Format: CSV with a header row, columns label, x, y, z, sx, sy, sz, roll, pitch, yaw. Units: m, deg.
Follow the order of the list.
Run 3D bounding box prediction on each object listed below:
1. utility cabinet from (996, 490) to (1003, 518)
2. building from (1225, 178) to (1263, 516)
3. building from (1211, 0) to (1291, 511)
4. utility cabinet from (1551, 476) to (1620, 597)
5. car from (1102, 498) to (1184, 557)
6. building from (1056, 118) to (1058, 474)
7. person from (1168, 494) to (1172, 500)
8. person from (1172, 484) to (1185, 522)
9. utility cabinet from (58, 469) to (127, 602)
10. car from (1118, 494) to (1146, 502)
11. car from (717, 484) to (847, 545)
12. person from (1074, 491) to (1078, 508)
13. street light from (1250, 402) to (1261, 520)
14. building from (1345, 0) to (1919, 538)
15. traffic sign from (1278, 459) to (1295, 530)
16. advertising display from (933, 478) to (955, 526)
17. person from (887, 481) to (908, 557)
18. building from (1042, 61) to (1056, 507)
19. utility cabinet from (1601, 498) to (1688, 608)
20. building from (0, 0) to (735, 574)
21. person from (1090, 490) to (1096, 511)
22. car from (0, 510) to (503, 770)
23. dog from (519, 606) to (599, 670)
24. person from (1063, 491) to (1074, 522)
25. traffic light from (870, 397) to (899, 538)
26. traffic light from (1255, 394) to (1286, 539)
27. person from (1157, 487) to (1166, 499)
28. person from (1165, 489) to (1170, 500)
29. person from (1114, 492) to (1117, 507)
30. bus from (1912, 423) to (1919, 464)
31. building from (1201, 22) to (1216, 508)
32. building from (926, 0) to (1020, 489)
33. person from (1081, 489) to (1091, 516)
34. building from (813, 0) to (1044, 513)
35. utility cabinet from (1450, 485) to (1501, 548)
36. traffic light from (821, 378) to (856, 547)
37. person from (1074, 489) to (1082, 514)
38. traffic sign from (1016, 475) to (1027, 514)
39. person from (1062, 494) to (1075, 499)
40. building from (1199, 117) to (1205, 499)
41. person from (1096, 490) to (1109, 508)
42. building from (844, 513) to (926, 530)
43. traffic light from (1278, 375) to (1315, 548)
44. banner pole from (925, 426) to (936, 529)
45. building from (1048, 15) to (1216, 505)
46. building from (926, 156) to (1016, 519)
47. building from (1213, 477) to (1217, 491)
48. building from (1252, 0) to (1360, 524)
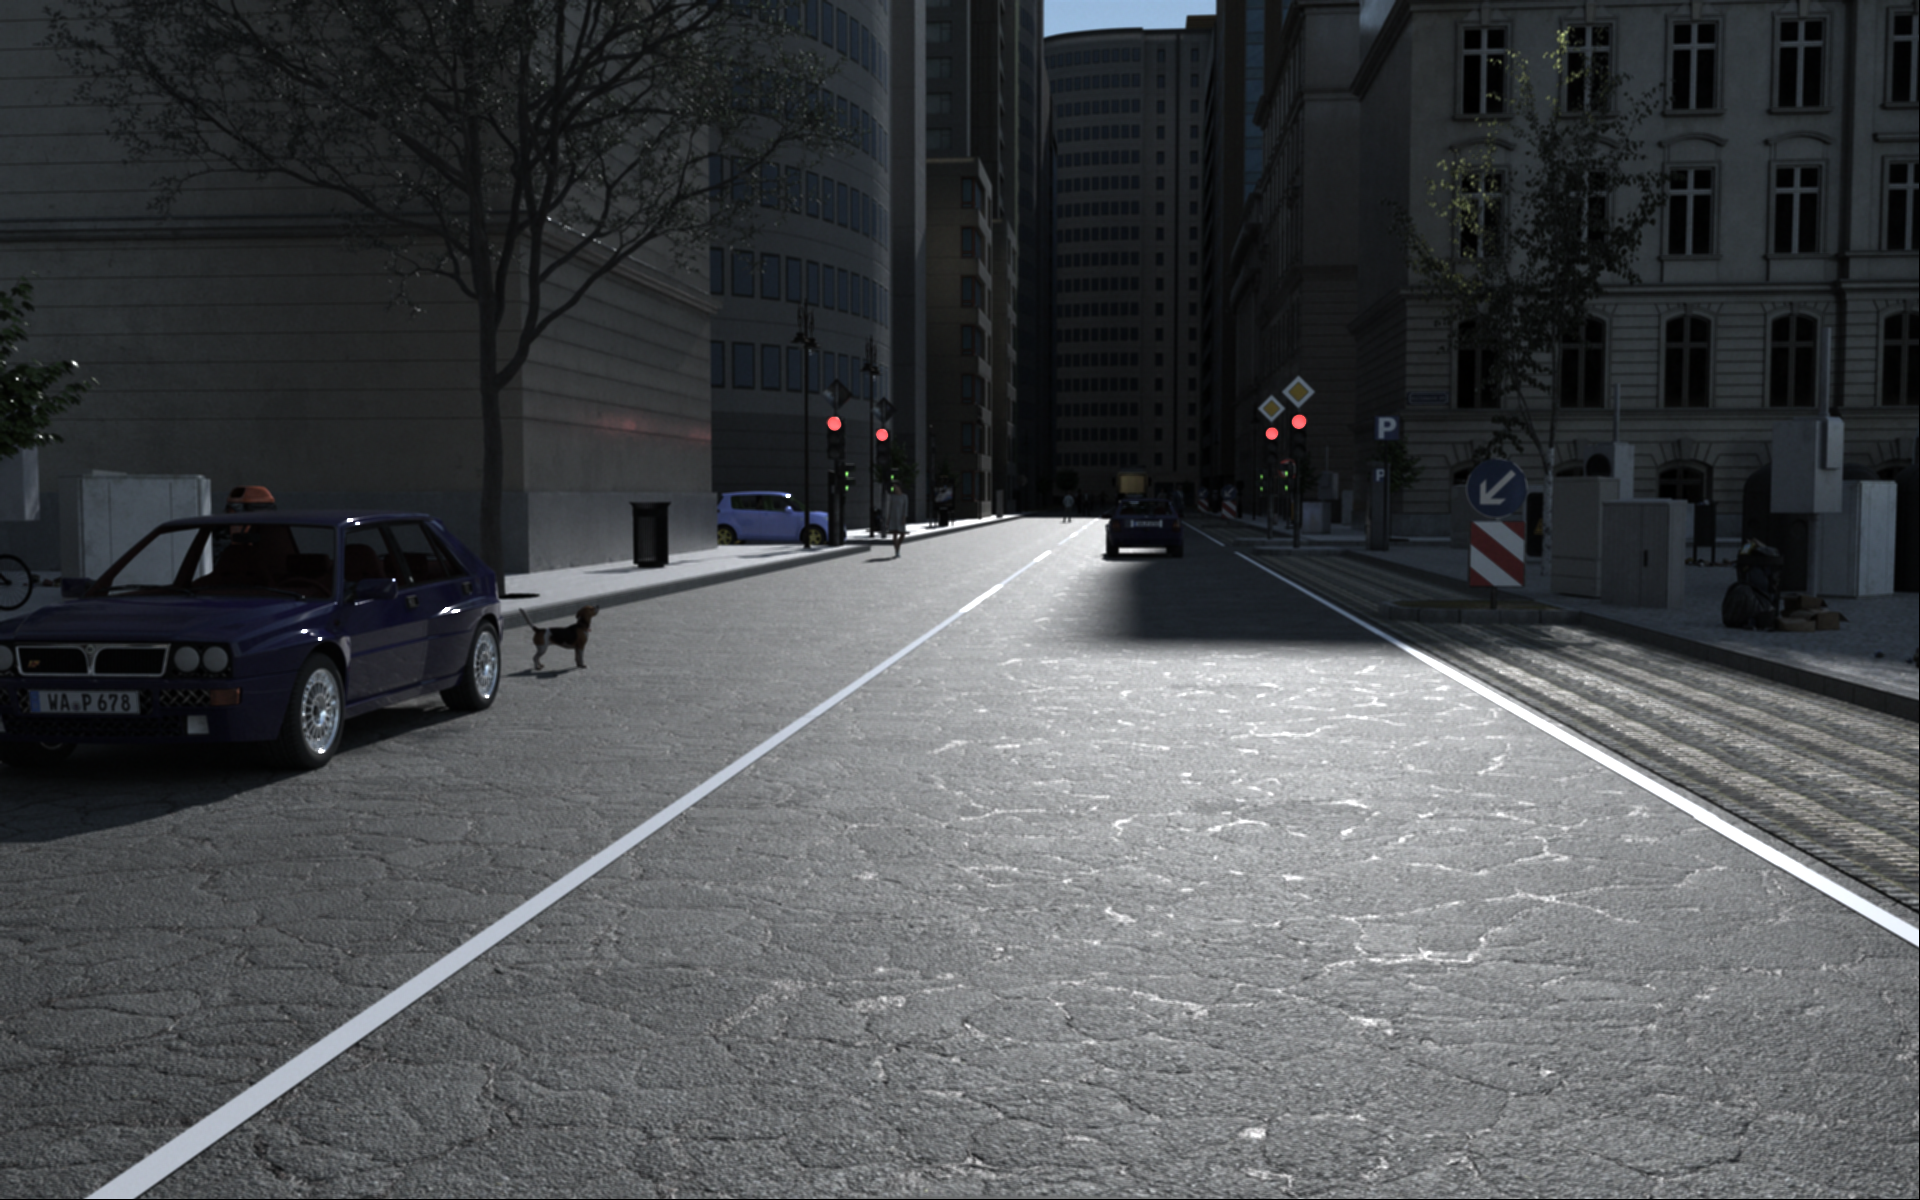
label,x,y,z,sx,sy,sz,roll,pitch,yaw
utility cabinet,2.125,-5.153,92.925,0.318,1.500,1.173,0,4,5
building,24.259,-16.454,110.824,13.314,21.916,24.055,0,4,6
building,26.854,-29.546,133.184,14.600,45.320,14.200,0,4,6
utility cabinet,7.843,-0.798,21.722,0.318,1.500,1.173,0,4,-7
car,4.293,-1.710,40.535,1.945,1.354,3.894,0,4,4
building,3.354,-33.141,191.969,14.200,45.320,14.600,0,4,6
person,20.026,-9.228,162.574,0.799,1.438,0.628,-3,5,-41
person,8.295,-3.496,65.840,0.419,1.800,0.721,3,5,45
utility cabinet,-8.049,-0.455,16.125,0.318,1.500,1.173,-3,5,-41
car,10.826,-5.844,107.348,2.131,1.459,4.920,0,4,7
car,-4.860,-2.235,46.133,3.694,1.707,1.945,0,4,5
person,12.055,-10.346,178.595,0.756,1.711,0.436,-1,4,-17
street light,14.550,-6.896,85.544,0.468,5.910,1.993,0,4,6
building,30.547,-14.395,54.441,34.723,24.649,14.460,0,4,6
traffic sign,11.824,-3.810,62.392,0.768,2.556,0.104,1,4,10
advertising display,-0.633,-3.899,68.956,0.974,1.923,0.123,2,4,35
person,-1.437,-1.849,39.484,0.466,1.731,0.760,-1,4,-14
building,1.737,-32.057,174.250,14.600,45.320,14.200,0,4,6
utility cabinet,7.837,-0.534,19.899,0.306,1.237,1.020,-1,4,-23
building,-17.367,-15.124,34.672,23.554,28.519,14.401,0,4,6
person,11.503,-8.538,148.625,0.750,1.759,0.617,2,4,29
car,-4.091,0.141,10.282,1.945,1.354,3.894,0,4,4
dog,-3.291,0.307,14.265,0.406,0.507,0.540,2,4,27
person,5.561,-4.792,88.661,0.589,1.601,0.330,1,4,21
traffic light,-2.189,-3.739,50.055,0.839,4.253,0.868,0,4,6
traffic light,8.770,-3.673,48.980,0.839,4.253,0.868,0,4,6
person,11.238,-5.371,96.501,0.511,1.800,0.466,1,4,12
person,17.622,-8.523,147.849,0.705,1.824,1.348,-1,4,-13
person,17.503,-11.210,192.728,0.436,1.711,0.756,-1,4,-21
bus,31.018,-2.928,42.733,13.247,3.499,2.948,0,4,7
building,35.232,-33.494,171.323,21.300,48.544,21.600,0,4,6
building,-2.946,-27.444,132.299,14.154,41.232,14.086,0,4,6
person,8.170,-6.305,111.978,0.661,1.777,0.834,-1,4,-21
building,-3.856,-37.375,153.076,21.231,58.520,28.212,0,4,6
utility cabinet,12.048,-1.946,40.501,0.318,1.500,1.173,-3,4,-37
traffic light,-2.983,-3.253,42.109,0.839,4.253,0.868,0,4,6
person,8.758,-7.288,127.619,0.705,1.831,1.348,2,4,25
traffic sign,4.007,-6.920,113.249,0.768,2.556,0.104,1,4,9
person,9.423,-8.621,149.978,1.217,1.766,0.721,0,4,8
building,33.438,-30.978,190.081,14.154,41.232,14.086,0,4,6
person,14.926,-10.552,181.116,1.348,1.812,0.705,1,4,18
building,-13.397,-32.045,65.927,21.231,58.520,28.212,0,4,6
traffic light,7.976,-3.187,41.034,0.839,4.253,0.868,0,4,6
banner pole,-1.018,-4.491,63.440,0.401,3.779,0.863,-1,4,-17
building,20.979,-41.353,218.112,28.212,58.520,21.231,0,4,6
building,-11.371,-15.881,104.691,27.650,21.520,28.899,0,4,6
building,32.916,-43.492,149.344,20.563,71.187,20.611,0,4,6
building,21.605,-17.676,86.267,12.463,27.353,25.104,0,4,6
